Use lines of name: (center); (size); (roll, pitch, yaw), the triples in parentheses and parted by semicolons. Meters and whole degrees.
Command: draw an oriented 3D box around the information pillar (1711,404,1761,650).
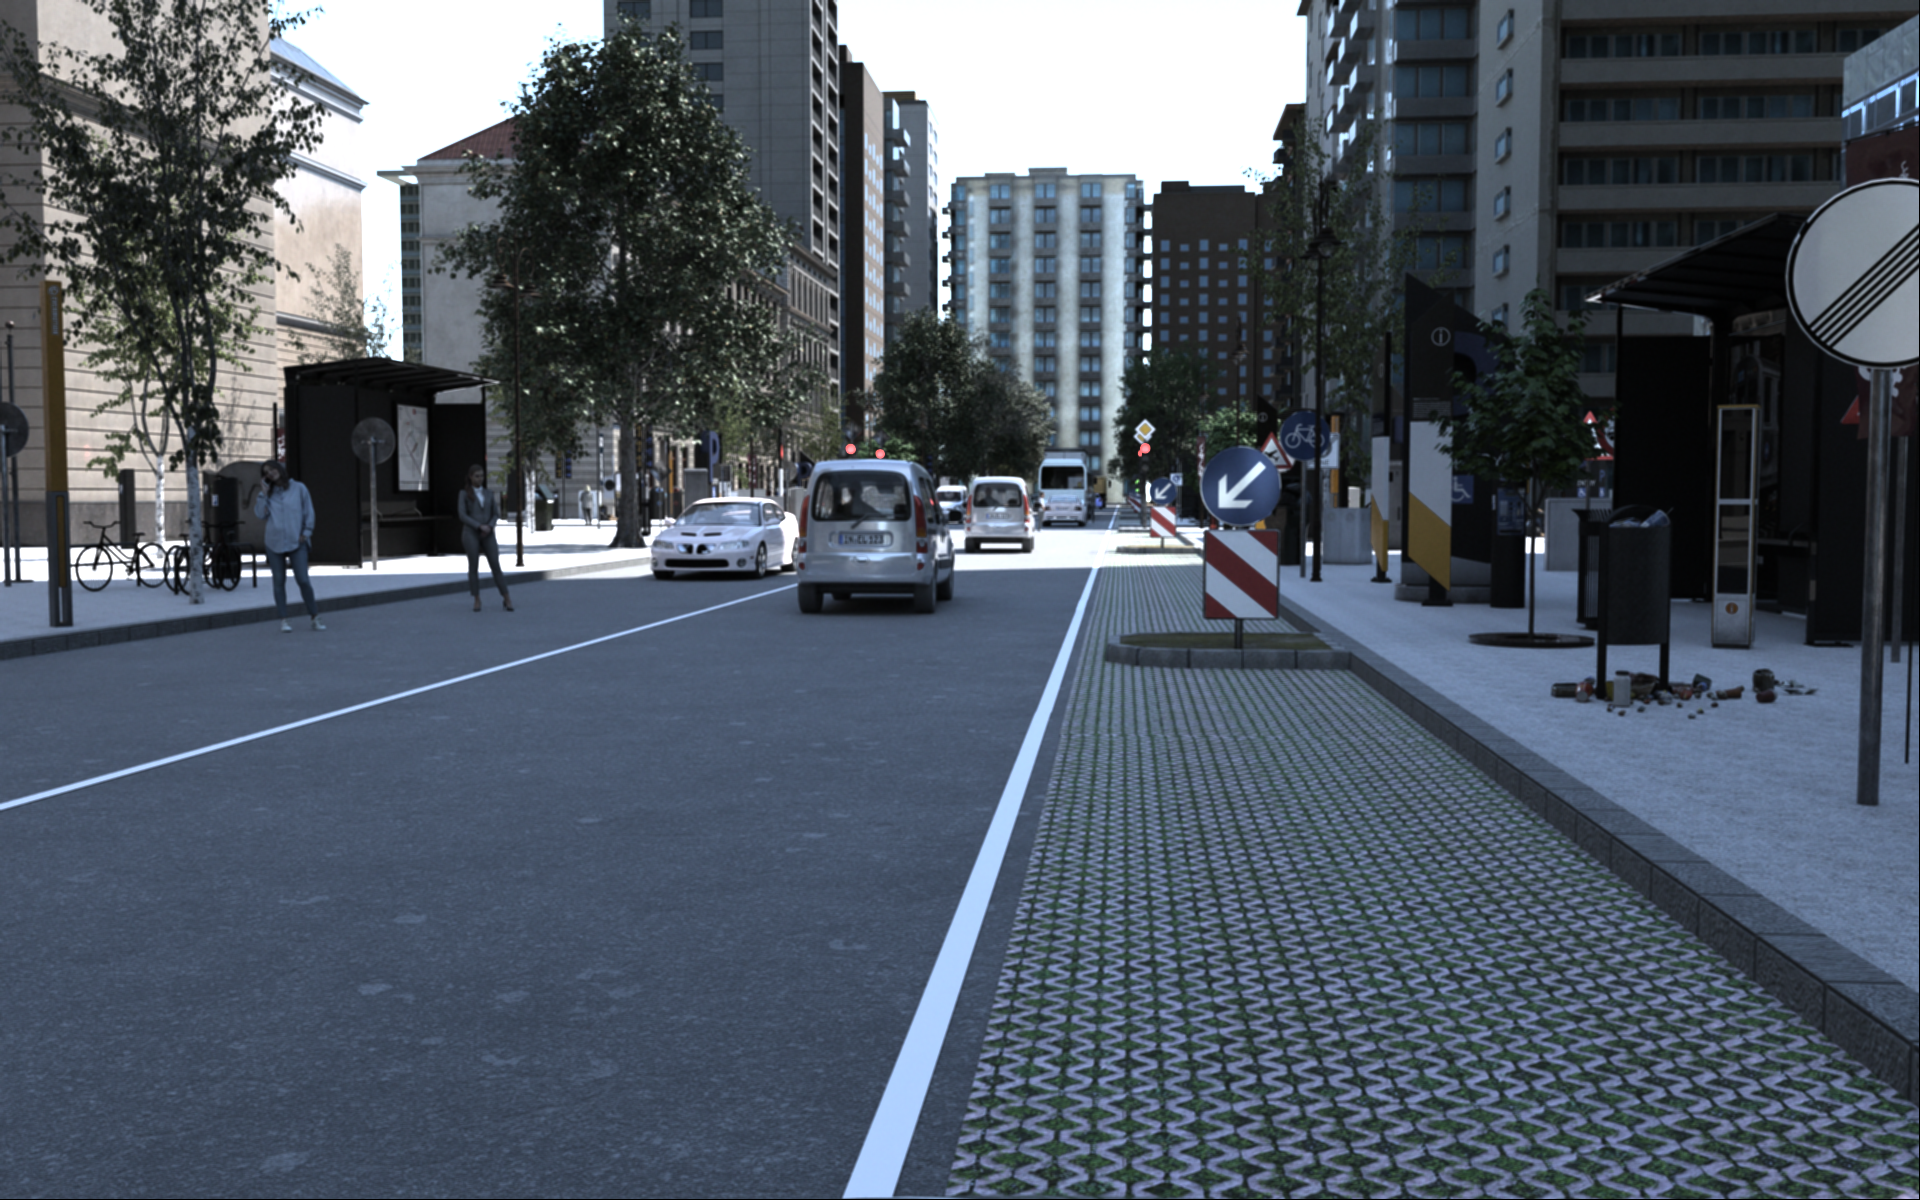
information pillar: (6.458, -0.607, 14.412); (0.304, 2.012, 0.304); (2, 4, 30)

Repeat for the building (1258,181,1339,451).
building: (49.287, -36.681, 249.843); (14.200, 45.320, 14.600); (0, 4, 5)

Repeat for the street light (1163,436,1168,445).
street light: (13.111, -8.282, 108.199); (0.468, 5.910, 1.993); (0, 4, 5)

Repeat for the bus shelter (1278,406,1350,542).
bus shelter: (9.924, -3.557, 49.443); (1.731, 3.624, 6.357); (0, 4, 5)

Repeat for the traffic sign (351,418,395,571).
traffic sign: (-9.800, -1.763, 28.927); (0.768, 2.556, 0.104); (0, 4, 6)

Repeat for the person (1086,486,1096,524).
person: (6.303, -4.574, 83.467); (0.537, 1.800, 0.526); (3, 5, 43)

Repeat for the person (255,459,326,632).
person: (-6.996, -0.571, 18.095); (0.793, 1.790, 0.793); (-3, 5, -39)

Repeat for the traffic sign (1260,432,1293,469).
traffic sign: (6.512, -2.218, 36.271); (0.884, 2.594, 0.081); (1, 4, 9)

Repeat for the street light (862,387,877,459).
street light: (-3.836, -6.185, 73.912); (0.468, 5.910, 1.993); (0, 4, 5)

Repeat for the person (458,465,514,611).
person: (-5.803, -0.759, 21.176); (0.573, 1.790, 0.520); (3, 4, 37)

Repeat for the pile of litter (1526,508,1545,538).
pile of litter: (17.475, -2.291, 51.424); (1.719, 0.858, 1.176); (-2, 4, -34)

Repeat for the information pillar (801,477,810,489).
information pillar: (-7.691, -4.988, 86.038); (0.304, 2.012, 0.304); (-2, 4, -28)

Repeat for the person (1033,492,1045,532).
person: (3.051, -3.338, 65.678); (0.503, 1.515, 0.523); (3, 5, 40)

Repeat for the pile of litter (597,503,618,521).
pile of litter: (-16.787, -4.202, 82.666); (1.176, 0.858, 1.719); (0, 4, 6)

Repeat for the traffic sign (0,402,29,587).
traffic sign: (-13.205, -1.458, 23.945); (0.768, 2.556, 0.104); (1, 4, 13)

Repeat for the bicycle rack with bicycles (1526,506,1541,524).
bicycle rack with bicycles: (20.067, -2.759, 58.486); (2.852, 0.926, 2.925); (3, 5, 43)

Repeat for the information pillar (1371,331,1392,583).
information pillar: (6.119, -2.069, 25.181); (0.183, 3.616, 0.504); (0, 4, -8)

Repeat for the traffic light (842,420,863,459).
traffic light: (-4.077, -4.694, 65.669); (0.839, 4.253, 0.868); (0, 4, 5)

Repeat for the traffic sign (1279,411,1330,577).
traffic sign: (5.281, -1.620, 26.601); (0.768, 2.556, 0.104); (0, 4, 6)

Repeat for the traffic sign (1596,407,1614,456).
traffic sign: (9.463, -1.508, 24.769); (0.768, 2.556, 0.104); (0, 4, 7)

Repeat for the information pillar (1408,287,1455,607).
information pillar: (5.398, -1.739, 19.787); (0.504, 3.616, 0.183); (1, 4, 17)

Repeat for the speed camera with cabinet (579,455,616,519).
speed camera with cabinet: (-18.340, -5.733, 88.063); (2.038, 3.252, 0.660); (1, 4, 13)

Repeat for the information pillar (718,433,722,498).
information pillar: (-9.316, -4.576, 66.179); (0.504, 3.616, 0.183); (-1, 4, -13)

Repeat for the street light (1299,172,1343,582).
street light: (5.233, -3.210, 25.272); (0.468, 5.910, 1.993); (0, 4, 5)

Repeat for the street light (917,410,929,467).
street light: (-1.985, -7.346, 92.900); (0.468, 5.910, 1.993); (0, 4, 5)

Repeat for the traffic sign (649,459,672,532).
traffic sign: (-9.845, -3.409, 56.928); (0.795, 2.450, 0.064); (1, 4, 10)

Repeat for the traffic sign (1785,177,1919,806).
traffic sign: (3.756, -0.427, 7.088); (0.768, 2.556, 0.104); (1, 4, 13)

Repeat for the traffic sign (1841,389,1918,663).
traffic sign: (7.130, -0.803, 13.125); (0.884, 2.594, 0.081); (1, 4, 12)

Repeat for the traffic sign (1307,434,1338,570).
traffic sign: (6.035, -1.645, 29.021); (0.606, 2.300, 0.079); (1, 4, 12)

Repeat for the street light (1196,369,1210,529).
street light: (8.945, -5.574, 63.918); (0.468, 5.910, 1.993); (0, 4, 5)

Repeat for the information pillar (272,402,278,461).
information pillar: (-17.594, -3.254, 44.554); (0.183, 3.616, 0.504); (-2, 4, -25)

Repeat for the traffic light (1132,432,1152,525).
traffic light: (7.633, -5.119, 72.613); (0.839, 4.253, 0.868); (0, 4, 5)

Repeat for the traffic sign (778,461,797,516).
traffic sign: (-6.560, -4.023, 65.883); (0.768, 2.556, 0.104); (1, 4, 12)

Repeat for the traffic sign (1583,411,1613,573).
traffic sign: (9.873, -1.665, 27.234); (0.884, 2.594, 0.081); (1, 4, 11)

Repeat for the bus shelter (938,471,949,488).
bus shelter: (-0.717, -8.612, 134.736); (2.014, 3.302, 5.546); (0, 4, 5)

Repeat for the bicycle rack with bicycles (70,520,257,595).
bicycle rack with bicycles: (-10.558, -0.601, 23.215); (2.852, 0.926, 2.925); (1, 4, 11)

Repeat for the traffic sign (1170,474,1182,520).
traffic sign: (10.749, -5.137, 86.114); (0.606, 2.300, 0.079); (1, 4, 12)

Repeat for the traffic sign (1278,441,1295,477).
traffic sign: (7.617, -2.524, 41.379); (0.768, 2.556, 0.104); (1, 4, 9)

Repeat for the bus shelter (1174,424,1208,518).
bus shelter: (12.928, -7.215, 95.603); (2.179, 5.291, 8.768); (0, 4, 5)

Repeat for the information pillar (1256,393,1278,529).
information pillar: (7.096, -2.985, 40.158); (0.504, 3.616, 0.183); (1, 4, 21)

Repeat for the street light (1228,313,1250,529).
street light: (7.108, -4.373, 44.286); (0.468, 5.910, 1.993); (0, 4, 5)

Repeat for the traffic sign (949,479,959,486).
traffic sign: (-0.381, -6.619, 110.346); (0.606, 2.300, 0.079); (1, 4, 10)

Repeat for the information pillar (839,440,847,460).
information pillar: (-5.105, -5.163, 75.764); (0.504, 3.616, 0.183); (3, 5, 44)

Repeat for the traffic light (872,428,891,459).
traffic light: (-3.332, -5.180, 73.619); (0.839, 4.253, 0.868); (0, 4, 5)

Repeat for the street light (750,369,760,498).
street light: (-5.974, -4.704, 49.692); (0.468, 5.910, 1.993); (0, 4, 5)

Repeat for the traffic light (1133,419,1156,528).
traffic light: (6.888, -4.633, 64.662); (0.839, 4.253, 0.868); (0, 4, 5)

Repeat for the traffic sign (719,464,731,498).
traffic sign: (-8.128, -3.498, 59.328); (0.606, 2.300, 0.079); (1, 4, 13)

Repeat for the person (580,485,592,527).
person: (-15.567, -3.872, 71.988); (0.537, 1.800, 0.526); (-2, 4, -29)

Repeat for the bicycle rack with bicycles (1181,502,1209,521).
bicycle rack with bicycles: (11.793, -4.120, 80.742); (2.925, 0.926, 2.852); (-2, 4, -33)

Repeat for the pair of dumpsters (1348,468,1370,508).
pair of dumpsters: (12.768, -3.421, 58.429); (1.574, 2.255, 4.437); (0, 4, 6)

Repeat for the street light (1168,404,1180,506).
street light: (11.011, -7.080, 88.553); (0.468, 5.910, 1.993); (0, 4, 5)

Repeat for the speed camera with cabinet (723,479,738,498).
speed camera with cabinet: (-11.888, -5.862, 90.173); (0.660, 3.252, 2.038); (-3, 5, -44)

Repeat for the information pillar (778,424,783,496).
information pillar: (-5.865, -3.995, 56.669); (0.183, 3.616, 0.504); (0, 4, 1)

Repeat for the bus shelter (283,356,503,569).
bus shelter: (-10.517, -2.534, 32.716); (1.731, 3.624, 6.357); (0, 4, 5)

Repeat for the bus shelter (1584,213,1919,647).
bus shelter: (7.969, -1.605, 17.520); (1.731, 3.624, 6.357); (0, 4, 5)

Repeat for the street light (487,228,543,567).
street light: (-7.770, -3.524, 30.409); (0.468, 5.910, 1.993); (0, 4, 5)

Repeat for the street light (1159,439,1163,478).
street light: (14.887, -9.487, 127.896); (0.468, 5.910, 1.993); (0, 4, 5)
